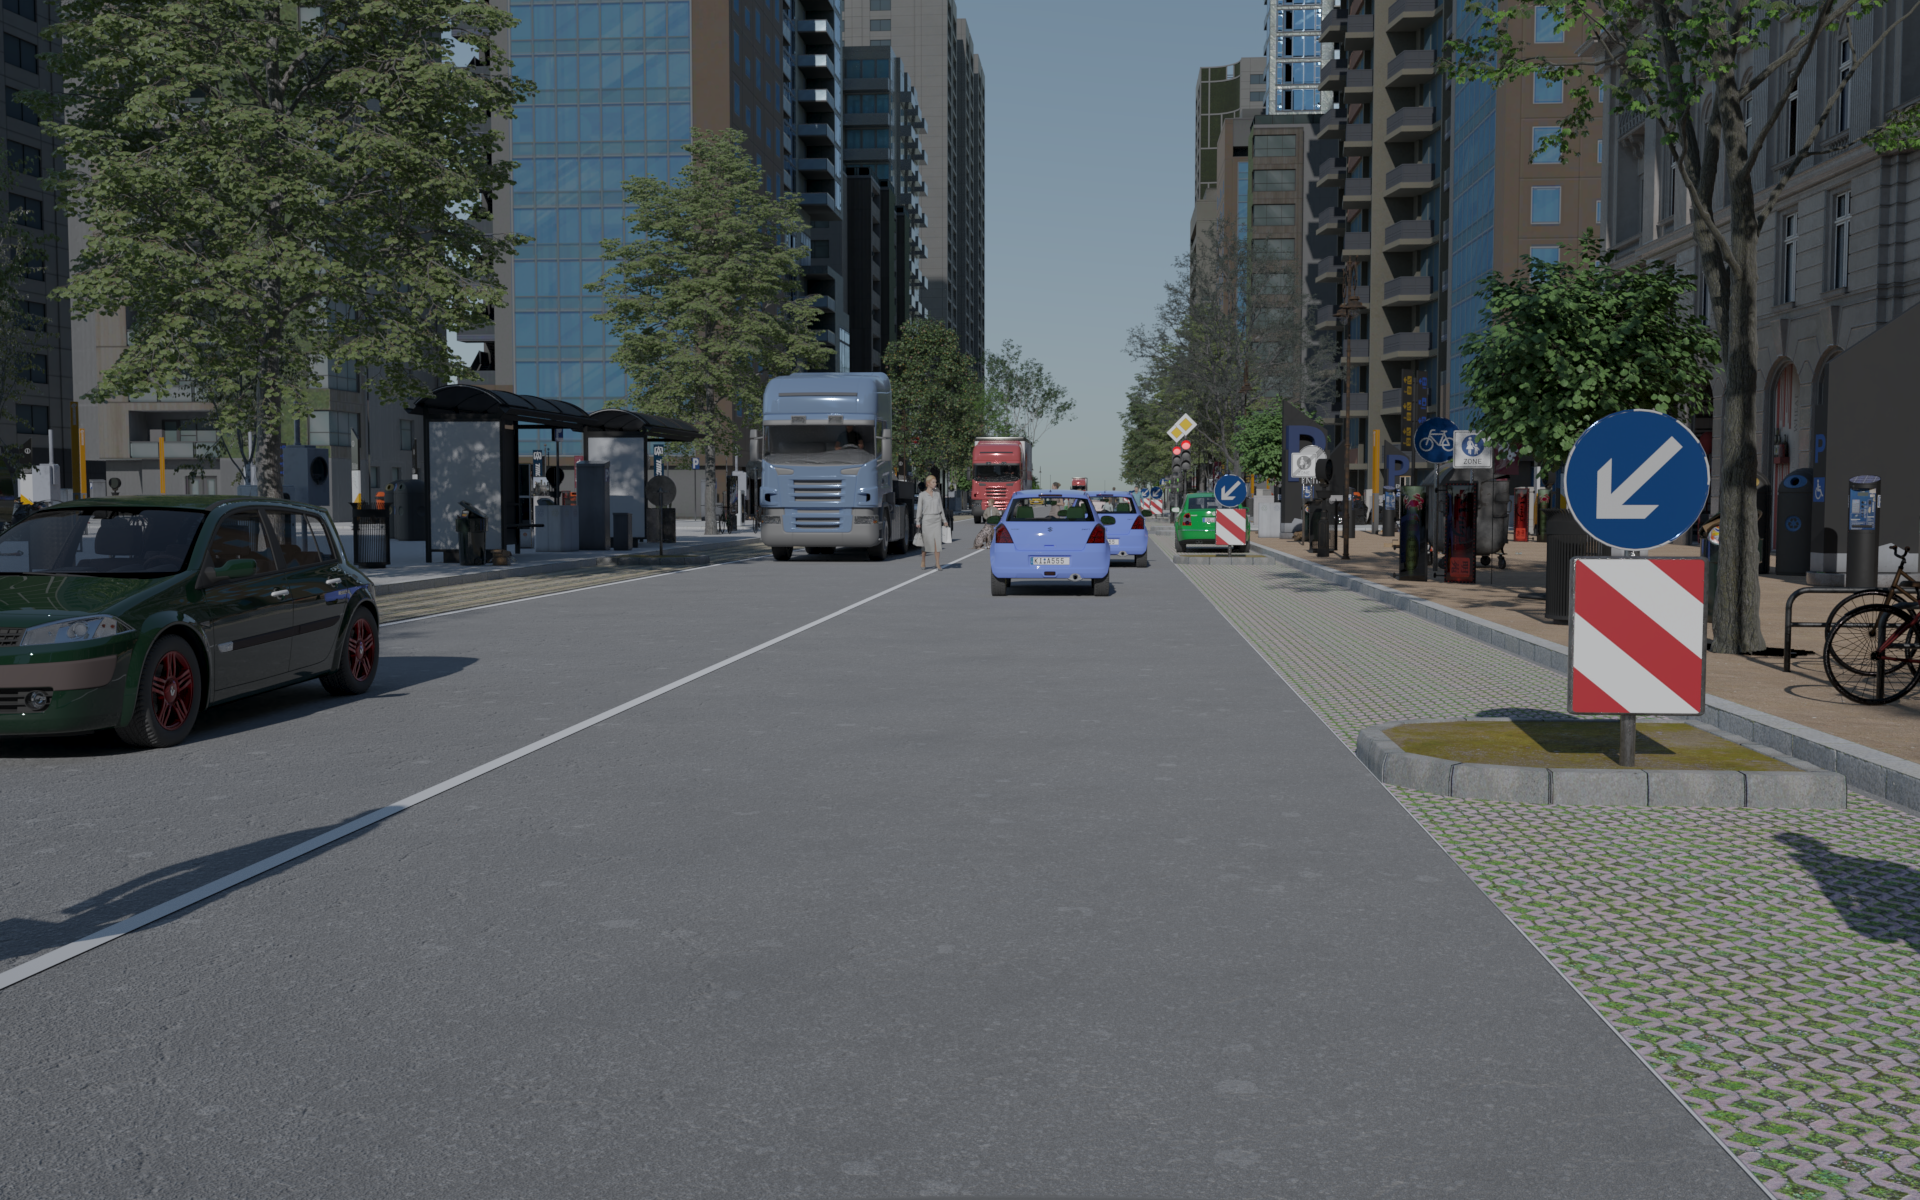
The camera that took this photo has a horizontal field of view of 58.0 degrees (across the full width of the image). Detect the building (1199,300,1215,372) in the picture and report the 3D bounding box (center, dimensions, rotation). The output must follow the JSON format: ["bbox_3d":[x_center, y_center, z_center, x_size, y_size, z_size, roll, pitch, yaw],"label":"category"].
[{"bbox_3d":[41.592,-29.307,250.872,14.160,30.474,14.107,0,4,5],"label":"building"}]

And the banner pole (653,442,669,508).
[{"bbox_3d":[-13.124,-5.286,76.442,0.863,3.779,0.401,0,4,2],"label":"banner pole"}]

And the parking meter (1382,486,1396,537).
[{"bbox_3d":[12.934,-2.680,52.228,0.372,1.533,0.369,0,3,0],"label":"parking meter"}]

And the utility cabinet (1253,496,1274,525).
[{"bbox_3d":[12.615,-3.679,71.317,1.020,1.237,0.306,1,4,15],"label":"utility cabinet"}]

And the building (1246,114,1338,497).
[{"bbox_3d":[29.206,-22.197,134.620,14.160,30.474,14.107,0,4,5],"label":"building"}]

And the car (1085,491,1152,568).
[{"bbox_3d":[2.924,-1.554,35.006,1.945,1.707,3.694,0,4,5],"label":"car"}]

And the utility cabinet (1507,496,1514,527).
[{"bbox_3d":[21.339,-3.475,67.979,0.306,1.237,1.020,-1,4,-17],"label":"utility cabinet"}]

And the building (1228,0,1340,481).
[{"bbox_3d":[39.891,-52.893,177.477,22.319,86.520,31.000,0,4,5],"label":"building"}]

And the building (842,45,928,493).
[{"bbox_3d":[-15.408,-34.845,189.326,23.786,49.044,30.456,0,4,5],"label":"building"}]

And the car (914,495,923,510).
[{"bbox_3d":[-2.043,-4.267,81.761,2.014,1.417,4.499,0,4,5],"label":"car"}]

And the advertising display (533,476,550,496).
[{"bbox_3d":[-14.968,-3.441,61.471,0.123,1.923,0.974,3,4,38],"label":"advertising display"}]

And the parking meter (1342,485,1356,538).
[{"bbox_3d":[11.290,-2.560,50.261,0.372,1.533,0.369,0,3,0],"label":"parking meter"}]

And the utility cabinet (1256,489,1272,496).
[{"bbox_3d":[12.951,-3.980,73.750,0.318,1.500,1.173,2,4,28],"label":"utility cabinet"}]

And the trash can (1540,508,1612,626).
[{"bbox_3d":[6.074,-0.327,17.008,0.748,1.137,0.748,0,3,0],"label":"trash can"}]

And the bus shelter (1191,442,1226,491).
[{"bbox_3d":[16.232,-8.357,114.268,2.179,5.291,8.768,0,4,5],"label":"bus shelter"}]

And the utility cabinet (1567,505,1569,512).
[{"bbox_3d":[19.554,-2.642,54.351,0.306,1.237,1.020,-3,4,-37],"label":"utility cabinet"}]

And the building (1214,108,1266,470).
[{"bbox_3d":[37.177,-33.739,201.750,14.600,45.320,14.200,0,4,5],"label":"building"}]

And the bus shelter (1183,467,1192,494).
[{"bbox_3d":[16.351,-8.000,122.082,1.731,3.624,6.357,0,4,5],"label":"bus shelter"}]

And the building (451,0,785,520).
[{"bbox_3d":[-17.549,-27.045,92.298,14.600,45.320,14.200,0,4,5],"label":"building"}]

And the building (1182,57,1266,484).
[{"bbox_3d":[47.560,-52.023,288.829,20.563,71.187,20.611,0,4,5],"label":"building"}]

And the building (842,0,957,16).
[{"bbox_3d":[-8.815,-49.437,246.541,20.563,71.187,20.611,0,4,5],"label":"building"}]

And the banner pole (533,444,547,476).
[{"bbox_3d":[-20.855,-5.885,86.240,0.863,3.779,0.401,-2,4,-25],"label":"banner pole"}]

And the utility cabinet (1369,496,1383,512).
[{"bbox_3d":[18.066,-3.871,74.452,1.020,1.237,0.306,-2,4,-29],"label":"utility cabinet"}]

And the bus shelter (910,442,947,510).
[{"bbox_3d":[-2.135,-8.827,121.952,2.179,5.291,8.768,0,4,5],"label":"bus shelter"}]

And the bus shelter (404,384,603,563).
[{"bbox_3d":[-8.998,-2.489,34.614,2.014,3.302,5.546,0,4,5],"label":"bus shelter"}]

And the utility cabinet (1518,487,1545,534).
[{"bbox_3d":[18.178,-2.830,54.956,1.173,1.500,0.318,-1,4,-18],"label":"utility cabinet"}]

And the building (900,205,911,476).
[{"bbox_3d":[-12.518,-24.172,166.919,14.160,30.474,14.107,0,4,5],"label":"building"}]

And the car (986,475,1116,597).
[{"bbox_3d":[1.338,-0.976,25.555,1.945,1.707,3.694,0,4,3],"label":"car"}]

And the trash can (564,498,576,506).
[{"bbox_3d":[-15.566,-3.546,69.629,0.748,1.137,0.748,0,3,0],"label":"trash can"}]

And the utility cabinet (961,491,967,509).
[{"bbox_3d":[0.335,-8.254,143.637,0.318,1.500,1.173,-1,4,-13],"label":"utility cabinet"}]

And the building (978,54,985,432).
[{"bbox_3d":[-6.234,-50.686,266.968,20.563,71.187,20.611,0,4,5],"label":"building"}]

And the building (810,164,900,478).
[{"bbox_3d":[-13.457,-23.313,152.866,14.160,30.474,14.107,0,4,5],"label":"building"}]

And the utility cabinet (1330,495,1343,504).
[{"bbox_3d":[17.910,-4.421,83.439,1.020,1.237,0.306,-1,4,-15],"label":"utility cabinet"}]

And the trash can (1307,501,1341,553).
[{"bbox_3d":[7.890,-1.585,37.575,0.748,1.137,0.748,0,3,0],"label":"trash can"}]

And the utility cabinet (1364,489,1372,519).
[{"bbox_3d":[18.774,-4.344,79.711,0.318,1.500,1.173,1,4,8],"label":"utility cabinet"}]

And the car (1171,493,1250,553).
[{"bbox_3d":[6.290,-2.117,43.405,1.959,1.807,4.718,0,4,6],"label":"car"}]

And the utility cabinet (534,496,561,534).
[{"bbox_3d":[-13.468,-2.766,56.390,0.306,1.237,1.020,2,4,30],"label":"utility cabinet"}]

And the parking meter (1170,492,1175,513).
[{"bbox_3d":[14.625,-6.777,119.222,0.372,1.533,0.369,0,3,0],"label":"parking meter"}]

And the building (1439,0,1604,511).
[{"bbox_3d":[30.684,-26.231,78.987,14.200,45.320,14.600,0,4,5],"label":"building"}]

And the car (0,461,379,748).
[{"bbox_3d":[-5.208,-0.078,11.063,2.009,1.686,4.222,0,4,4],"label":"car"}]

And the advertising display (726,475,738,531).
[{"bbox_3d":[-7.892,-3.357,60.102,0.123,1.923,0.974,1,4,10],"label":"advertising display"}]

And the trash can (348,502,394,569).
[{"bbox_3d":[-10.168,-1.118,29.928,0.748,1.137,0.748,0,3,0],"label":"trash can"}]

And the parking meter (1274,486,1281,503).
[{"bbox_3d":[9.749,-2.713,52.763,0.372,1.533,0.369,0,3,0],"label":"parking meter"}]

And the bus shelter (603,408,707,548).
[{"bbox_3d":[-8.003,-3.043,43.685,2.014,3.302,5.546,0,4,5],"label":"bus shelter"}]

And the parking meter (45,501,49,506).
[{"bbox_3d":[-42.478,-4.589,80.749,0.399,1.863,0.255,3,4,36],"label":"parking meter"}]

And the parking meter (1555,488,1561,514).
[{"bbox_3d":[24.444,-3.800,70.535,0.372,1.533,0.369,0,3,0],"label":"parking meter"}]

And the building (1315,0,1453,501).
[{"bbox_3d":[33.174,-27.437,103.224,22.147,44.769,28.867,0,4,5],"label":"building"}]

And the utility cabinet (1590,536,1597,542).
[{"bbox_3d":[17.074,-2.180,46.804,0.306,1.237,1.020,3,5,42],"label":"utility cabinet"}]

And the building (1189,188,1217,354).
[{"bbox_3d":[46.738,-39.434,268.447,21.300,48.544,21.600,0,4,5],"label":"building"}]

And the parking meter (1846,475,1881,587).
[{"bbox_3d":[11.790,-0.868,22.606,0.372,1.533,0.369,0,3,0],"label":"parking meter"}]
